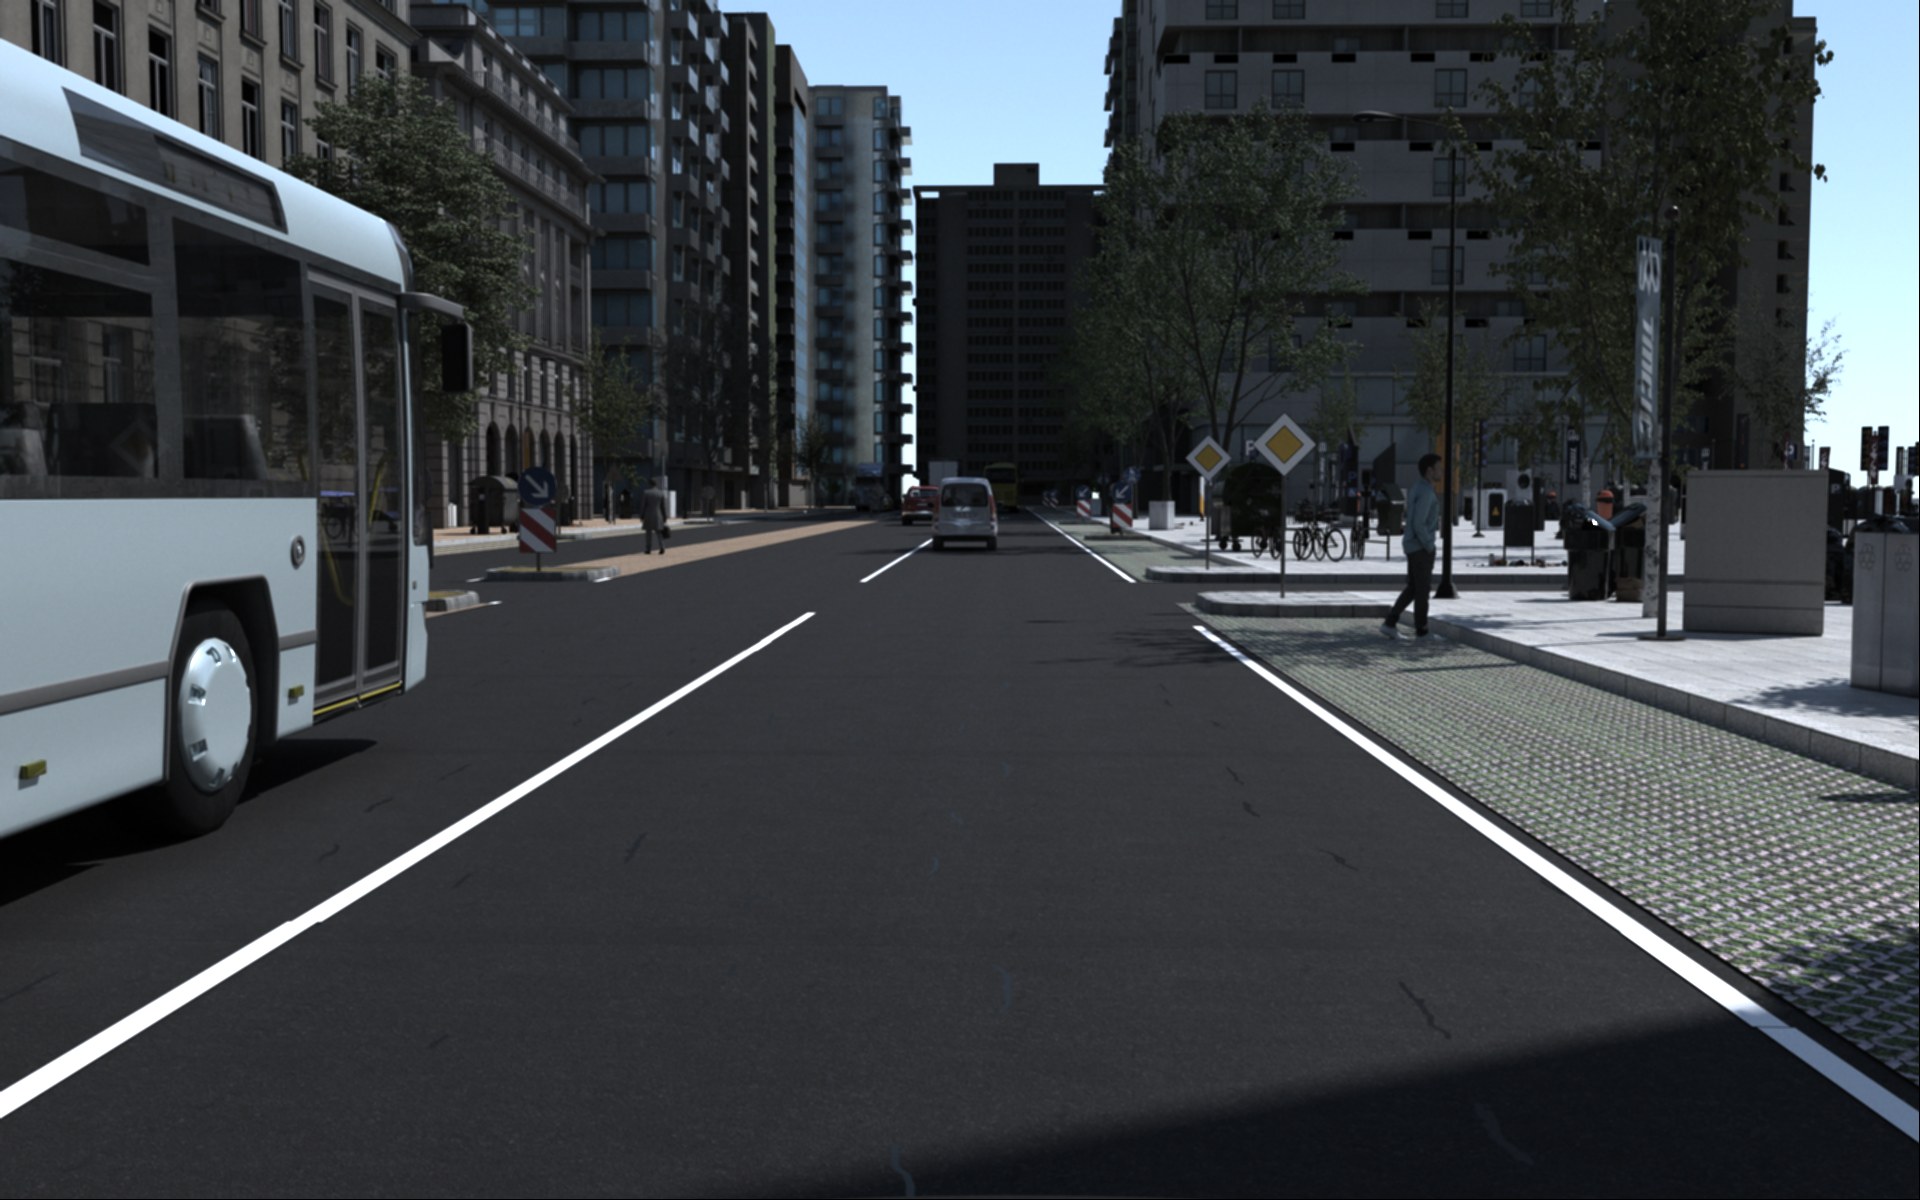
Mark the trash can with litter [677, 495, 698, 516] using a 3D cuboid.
[{"bbox_3d":[-16.353,-5.651,103.458,1.678,1.210,2.233,-1,4,-9],"label":"trash can with litter"}]

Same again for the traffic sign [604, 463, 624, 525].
[{"bbox_3d":[-14.413,-4.413,72.156,0.884,2.594,0.081,0,4,3],"label":"traffic sign"}]

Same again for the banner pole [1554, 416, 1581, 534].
[{"bbox_3d":[19.580,-4.019,55.733,0.863,3.779,0.401,-1,4,-10],"label":"banner pole"}]

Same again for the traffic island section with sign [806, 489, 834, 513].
[{"bbox_3d":[-10.584,-7.526,131.685,1.989,1.847,2.006,0,4,2],"label":"traffic island section with sign"}]

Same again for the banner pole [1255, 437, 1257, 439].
[{"bbox_3d":[12.888,-5.254,75.917,0.401,3.779,0.863,-1,4,-8],"label":"banner pole"}]

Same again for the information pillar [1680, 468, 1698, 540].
[{"bbox_3d":[20.370,-2.686,48.402,0.304,2.012,0.304,-2,4,-30],"label":"information pillar"}]

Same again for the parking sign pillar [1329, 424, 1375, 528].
[{"bbox_3d":[14.760,-4.725,65.729,1.447,3.967,1.447,0,4,1],"label":"parking sign pillar"}]

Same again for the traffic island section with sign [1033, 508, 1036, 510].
[{"bbox_3d":[7.703,-9.136,158.004,1.989,1.847,2.006,0,4,2],"label":"traffic island section with sign"}]

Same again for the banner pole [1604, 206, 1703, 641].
[{"bbox_3d":[6.016,-1.528,15.006,0.863,3.779,0.401,-3,5,-42],"label":"banner pole"}]

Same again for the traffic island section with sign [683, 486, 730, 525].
[{"bbox_3d":[-11.928,-4.480,81.883,1.989,1.847,2.006,0,4,2],"label":"traffic island section with sign"}]

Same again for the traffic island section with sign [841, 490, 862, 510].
[{"bbox_3d":[-9.840,-9.210,159.204,1.989,1.847,2.006,0,4,2],"label":"traffic island section with sign"}]

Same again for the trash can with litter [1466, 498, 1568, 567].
[{"bbox_3d":[10.257,-1.198,30.650,2.233,1.210,1.678,2,4,34],"label":"trash can with litter"}]

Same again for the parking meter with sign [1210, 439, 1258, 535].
[{"bbox_3d":[8.623,-3.567,54.589,1.738,3.016,0.543,-3,5,-40],"label":"parking meter with sign"}]

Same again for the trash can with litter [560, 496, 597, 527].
[{"bbox_3d":[-15.415,-3.537,68.891,1.678,1.210,2.233,-1,4,-20],"label":"trash can with litter"}]

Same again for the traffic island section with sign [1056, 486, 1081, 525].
[{"bbox_3d":[5.634,-4.430,81.050,1.989,1.847,2.006,0,4,2],"label":"traffic island section with sign"}]

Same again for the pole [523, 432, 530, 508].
[{"bbox_3d":[-14.327,-3.881,57.301,0.158,3.312,0.155,0,3,0],"label":"pole"}]

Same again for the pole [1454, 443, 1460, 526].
[{"bbox_3d":[19.898,-4.623,69.423,0.158,3.312,0.155,0,3,0],"label":"pole"}]

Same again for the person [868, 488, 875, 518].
[{"bbox_3d":[-5.150,-5.713,102.175,0.573,1.790,0.520,-3,4,-38],"label":"person"}]

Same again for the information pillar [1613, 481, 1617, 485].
[{"bbox_3d":[36.109,-5.582,95.749,0.304,2.012,0.304,3,4,38],"label":"information pillar"}]

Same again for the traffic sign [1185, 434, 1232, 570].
[{"bbox_3d":[4.189,-1.567,29.265,0.795,2.450,0.064,0,4,2],"label":"traffic sign"}]

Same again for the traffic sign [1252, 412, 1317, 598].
[{"bbox_3d":[3.972,-1.079,21.283,0.795,2.450,0.064,0,4,2],"label":"traffic sign"}]

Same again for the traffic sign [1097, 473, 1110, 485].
[{"bbox_3d":[8.581,-6.327,103.547,0.768,2.556,0.104,1,4,9],"label":"traffic sign"}]

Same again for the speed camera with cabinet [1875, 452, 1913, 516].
[{"bbox_3d":[43.186,-5.241,80.033,2.038,3.252,0.660,-2,4,-31],"label":"speed camera with cabinet"}]

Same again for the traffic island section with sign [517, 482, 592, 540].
[{"bbox_3d":[-12.680,-2.800,54.415,1.989,1.847,2.006,0,4,2],"label":"traffic island section with sign"}]

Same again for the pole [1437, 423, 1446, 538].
[{"bbox_3d":[13.986,-3.438,50.053,0.158,3.312,0.155,0,3,0],"label":"pole"}]

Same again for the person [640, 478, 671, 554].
[{"bbox_3d":[-7.262,-1.988,41.110,0.694,1.812,0.767,-2,4,-27],"label":"person"}]

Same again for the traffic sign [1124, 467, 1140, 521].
[{"bbox_3d":[8.066,-4.959,81.181,0.768,2.556,0.104,0,4,7],"label":"traffic sign"}]

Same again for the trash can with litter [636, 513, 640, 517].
[{"bbox_3d":[-17.166,-5.150,95.253,1.678,1.210,2.233,-3,5,-42],"label":"trash can with litter"}]

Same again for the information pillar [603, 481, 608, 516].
[{"bbox_3d":[-20.197,-5.784,99.054,0.304,2.012,0.304,-3,5,-43],"label":"information pillar"}]

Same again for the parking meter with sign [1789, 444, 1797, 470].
[{"bbox_3d":[29.903,-3.942,60.708,1.738,3.016,0.543,0,4,-4],"label":"parking meter with sign"}]

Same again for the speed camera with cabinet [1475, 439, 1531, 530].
[{"bbox_3d":[19.310,-4.110,61.535,2.038,3.252,0.660,-2,4,-24],"label":"speed camera with cabinet"}]

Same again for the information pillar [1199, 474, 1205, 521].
[{"bbox_3d":[11.405,-5.522,81.643,0.183,3.616,0.504,2,4,26],"label":"information pillar"}]

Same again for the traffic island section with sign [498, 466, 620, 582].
[{"bbox_3d":[-6.974,-1.295,29.304,2.006,1.907,1.989,0,4,2],"label":"traffic island section with sign"}]

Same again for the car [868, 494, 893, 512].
[{"bbox_3d":[-6.470,-8.066,142.107,2.015,1.641,3.980,0,4,3],"label":"car"}]

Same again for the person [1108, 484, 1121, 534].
[{"bbox_3d":[5.199,-3.006,58.063,0.534,1.772,0.576,0,4,-8],"label":"person"}]

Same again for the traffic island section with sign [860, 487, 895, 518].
[{"bbox_3d":[-4.948,-5.889,104.416,2.006,1.907,1.989,0,4,2],"label":"traffic island section with sign"}]

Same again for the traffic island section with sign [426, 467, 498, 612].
[{"bbox_3d":[-7.184,-0.842,21.900,2.006,1.907,1.989,0,4,2],"label":"traffic island section with sign"}]

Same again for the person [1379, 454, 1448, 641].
[{"bbox_3d":[4.426,-0.511,16.873,0.620,1.820,0.660,0,4,2],"label":"person"}]

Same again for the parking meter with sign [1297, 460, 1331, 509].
[{"bbox_3d":[18.439,-5.740,90.105,1.738,3.016,0.543,1,4,22],"label":"parking meter with sign"}]

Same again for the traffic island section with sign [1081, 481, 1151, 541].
[{"bbox_3d":[4.887,-2.771,53.931,1.989,1.847,2.006,0,4,2],"label":"traffic island section with sign"}]

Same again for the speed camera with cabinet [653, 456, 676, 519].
[{"bbox_3d":[-15.399,-5.865,90.233,0.660,3.252,2.038,1,4,9],"label":"speed camera with cabinet"}]

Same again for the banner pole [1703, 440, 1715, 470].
[{"bbox_3d":[34.455,-5.491,79.799,0.401,3.779,0.863,-2,4,-30],"label":"banner pole"}]

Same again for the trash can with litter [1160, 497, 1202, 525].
[{"bbox_3d":[8.875,-3.674,71.135,2.233,1.210,1.678,0,4,-3],"label":"trash can with litter"}]

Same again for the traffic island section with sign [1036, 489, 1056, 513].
[{"bbox_3d":[6.978,-7.488,131.059,1.989,1.847,2.006,0,4,2],"label":"traffic island section with sign"}]

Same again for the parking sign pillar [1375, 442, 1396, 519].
[{"bbox_3d":[21.962,-6.207,89.960,1.447,3.967,1.447,-2,4,-28],"label":"parking sign pillar"}]

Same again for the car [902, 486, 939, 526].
[{"bbox_3d":[-1.583,-4.377,80.241,2.281,1.827,5.304,0,4,2],"label":"car"}]

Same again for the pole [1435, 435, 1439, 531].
[{"bbox_3d":[16.638,-4.065,60.303,0.158,3.312,0.155,0,3,0],"label":"pole"}]
